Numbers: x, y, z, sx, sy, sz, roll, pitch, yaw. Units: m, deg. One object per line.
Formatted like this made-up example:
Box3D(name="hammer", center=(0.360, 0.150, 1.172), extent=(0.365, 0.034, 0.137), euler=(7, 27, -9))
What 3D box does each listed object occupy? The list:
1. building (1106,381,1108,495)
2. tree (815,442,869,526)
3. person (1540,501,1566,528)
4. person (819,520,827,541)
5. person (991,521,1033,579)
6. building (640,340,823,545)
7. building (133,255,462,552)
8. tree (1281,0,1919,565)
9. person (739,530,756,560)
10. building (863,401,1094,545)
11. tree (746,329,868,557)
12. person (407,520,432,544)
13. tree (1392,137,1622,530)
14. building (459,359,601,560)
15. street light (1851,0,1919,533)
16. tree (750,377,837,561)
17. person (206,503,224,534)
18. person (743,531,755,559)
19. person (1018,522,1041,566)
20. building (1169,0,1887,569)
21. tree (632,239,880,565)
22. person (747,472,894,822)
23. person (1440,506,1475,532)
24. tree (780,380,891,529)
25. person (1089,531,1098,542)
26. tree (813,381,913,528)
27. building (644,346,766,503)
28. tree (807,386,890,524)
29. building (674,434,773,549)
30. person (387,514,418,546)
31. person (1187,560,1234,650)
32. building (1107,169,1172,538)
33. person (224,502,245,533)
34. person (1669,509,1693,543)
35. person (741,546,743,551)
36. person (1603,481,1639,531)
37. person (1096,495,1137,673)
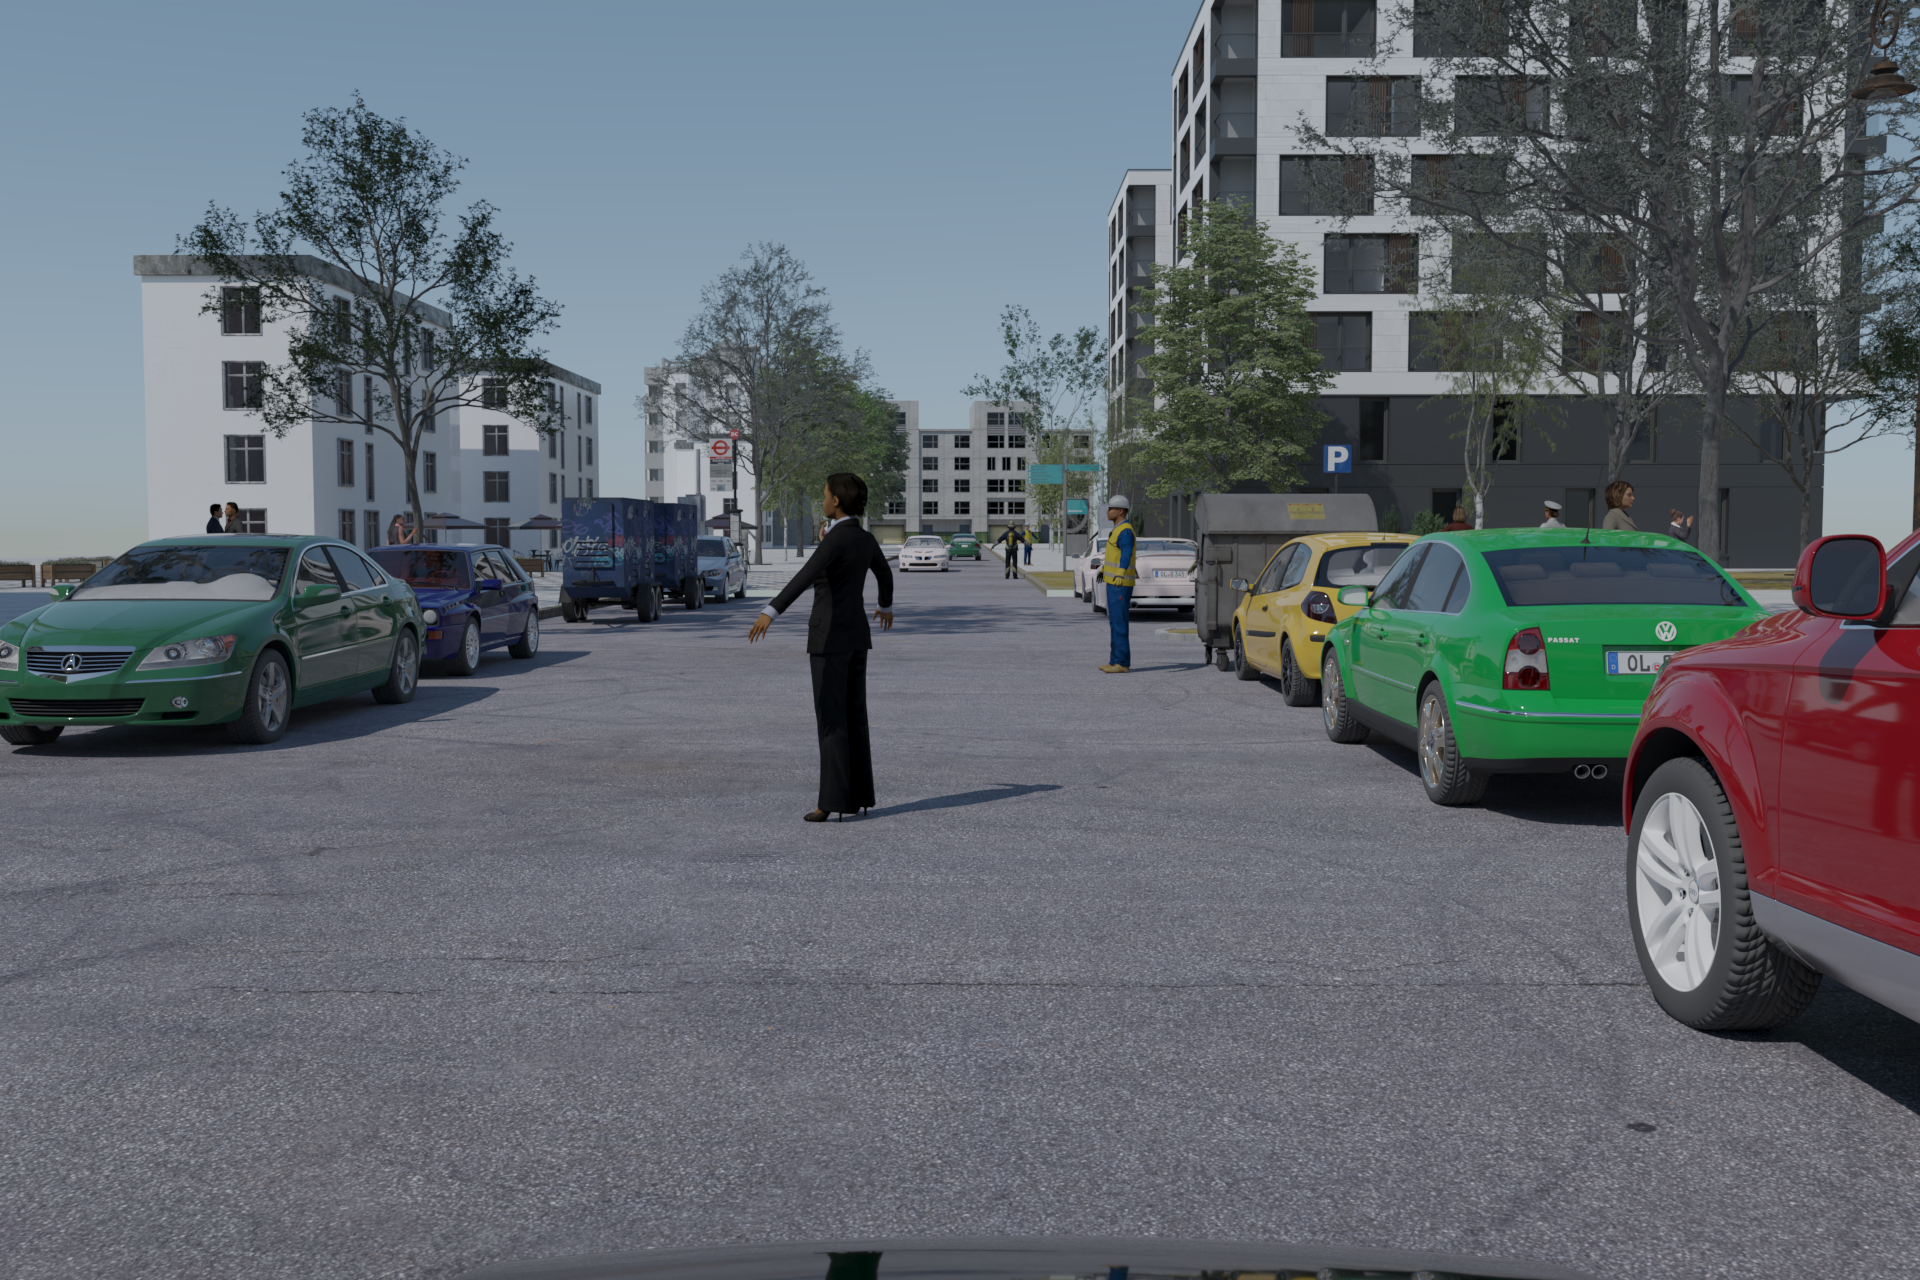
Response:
Box3D(name="building", center=(24.026, -20.423, 164.843), extent=(19.493, 23.208, 18.063), euler=(0, 4, 1))
Box3D(name="tree", center=(-8.207, -10.490, 121.880), extent=(4.737, 8.622, 4.395), euler=(0, 3, 0))
Box3D(name="person", center=(8.773, -1.189, 25.896), extent=(1.216, 1.778, 0.721), euler=(-1, 4, -21))
Box3D(name="person", center=(-4.303, -2.999, 55.831), extent=(0.721, 1.733, 1.217), euler=(1, 4, 10))
Box3D(name="person", center=(1.639, -2.862, 55.036), extent=(1.354, 1.856, 0.705), euler=(0, 4, 8))
Box3D(name="building", center=(-26.029, -22.746, 202.829), extent=(19.493, 23.208, 18.063), euler=(0, 4, 0))
Box3D(name="building", center=(-23.885, -7.591, 66.255), extent=(9.099, 9.664, 28.070), euler=(0, 4, 0))
Box3D(name="tree", center=(9.645, -6.827, 21.996), extent=(12.009, 13.543, 11.850), euler=(0, 3, 0))
Box3D(name="person", center=(-9.350, -4.213, 75.066), extent=(1.347, 1.806, 0.705), euler=(1, 4, 9))
Box3D(name="building", center=(1.591, -22.463, 236.185), extent=(31.486, 18.905, 16.747), euler=(0, 4, -2))
Box3D(name="tree", center=(-8.565, -10.861, 95.703), extent=(7.486, 12.596, 7.792), euler=(0, 3, 0))
Box3D(name="person", center=(-18.355, -3.211, 58.623), extent=(0.704, 1.817, 1.347), euler=(1, 4, 19))
Box3D(name="tree", center=(9.738, -5.061, 33.117), extent=(4.360, 8.622, 3.978), euler=(0, 3, 0))
Box3D(name="building", center=(-24.593, -9.464, 96.885), extent=(9.099, 9.664, 28.070), euler=(0, 3, 0))
Box3D(name="street light", center=(7.386, -2.475, 13.246), extent=(0.468, 5.910, 1.993), euler=(0, 4, 0))
Box3D(name="tree", center=(-8.380, -7.980, 80.843), extent=(4.360, 8.622, 3.978), euler=(0, 3, 0))
Box3D(name="person", center=(-13.112, -1.503, 30.630), extent=(0.704, 1.823, 1.345), euler=(-2, 4, -29))
Box3D(name="person", center=(-9.756, -4.420, 78.209), extent=(1.347, 1.837, 0.705), euler=(1, 4, 20))
Box3D(name="person", center=(2.810, -3.914, 70.458), extent=(1.216, 1.772, 0.721), euler=(-3, 5, -41))
Box3D(name="building", center=(23.360, -14.403, 79.467), extent=(27.936, 21.610, 32.646), euler=(0, 4, 1))
Box3D(name="tree", center=(-8.214, -9.852, 71.448), extent=(12.009, 13.543, 11.850), euler=(0, 3, 0))
Box3D(name="person", center=(-0.661, 0.028, 8.728), extent=(0.721, 1.740, 1.216), euler=(2, 4, 29))
Box3D(name="person", center=(8.042, -1.298, 28.025), extent=(1.215, 1.729, 0.721), euler=(0, 4, 5))
Box3D(name="tree", center=(-8.172, -11.227, 109.321), extent=(9.928, 11.665, 9.643), euler=(0, 3, 0))
Box3D(name="person", center=(6.207, -4.178, 74.531), extent=(1.346, 1.802, 0.704), euler=(0, 4, 7))
Box3D(name="tree", center=(-8.467, -14.628, 145.828), extent=(9.857, 13.997, 8.962), euler=(0, 3, 0))
Box3D(name="building", center=(-25.712, -19.487, 175.026), extent=(16.016, 20.090, 11.380), euler=(0, 4, 1))
Box3D(name="tree", center=(-8.855, -13.069, 131.811), extent=(7.486, 12.596, 7.792), euler=(0, 3, 0))
Box3D(name="building", center=(-21.601, -13.245, 158.704), extent=(9.099, 9.664, 28.070), euler=(0, 4, 0))
Box3D(name="person", center=(-10.146, -1.471, 31.568), extent=(0.593, 1.643, 0.415), euler=(0, 4, -5))
Box3D(name="person", center=(3.304, -0.794, 21.585), extent=(0.704, 1.812, 1.346), euler=(-2, 4, -27))
Box3D(name="building", center=(23.414, -16.483, 113.465), extent=(27.936, 21.610, 32.646), euler=(0, 4, 0))
Box3D(name="person", center=(-12.081, -1.386, 28.726), extent=(0.705, 1.821, 1.348), euler=(-3, 5, -41))
Box3D(name="person", center=(12.855, -1.463, 30.769), extent=(0.445, 1.727, 0.742), euler=(-1, 4, -17))
Box3D(name="person", center=(-6.727, -2.540, 50.802), extent=(0.599, 1.433, 0.991), euler=(3, 5, 43))
Box3D(name="person", center=(5.740, -0.496, 14.867), extent=(0.721, 1.744, 1.215), euler=(2, 4, 34))
Box3D(name="person", center=(1.617, -0.583, 17.965), extent=(0.705, 1.833, 1.349), euler=(0, 4, -3))
